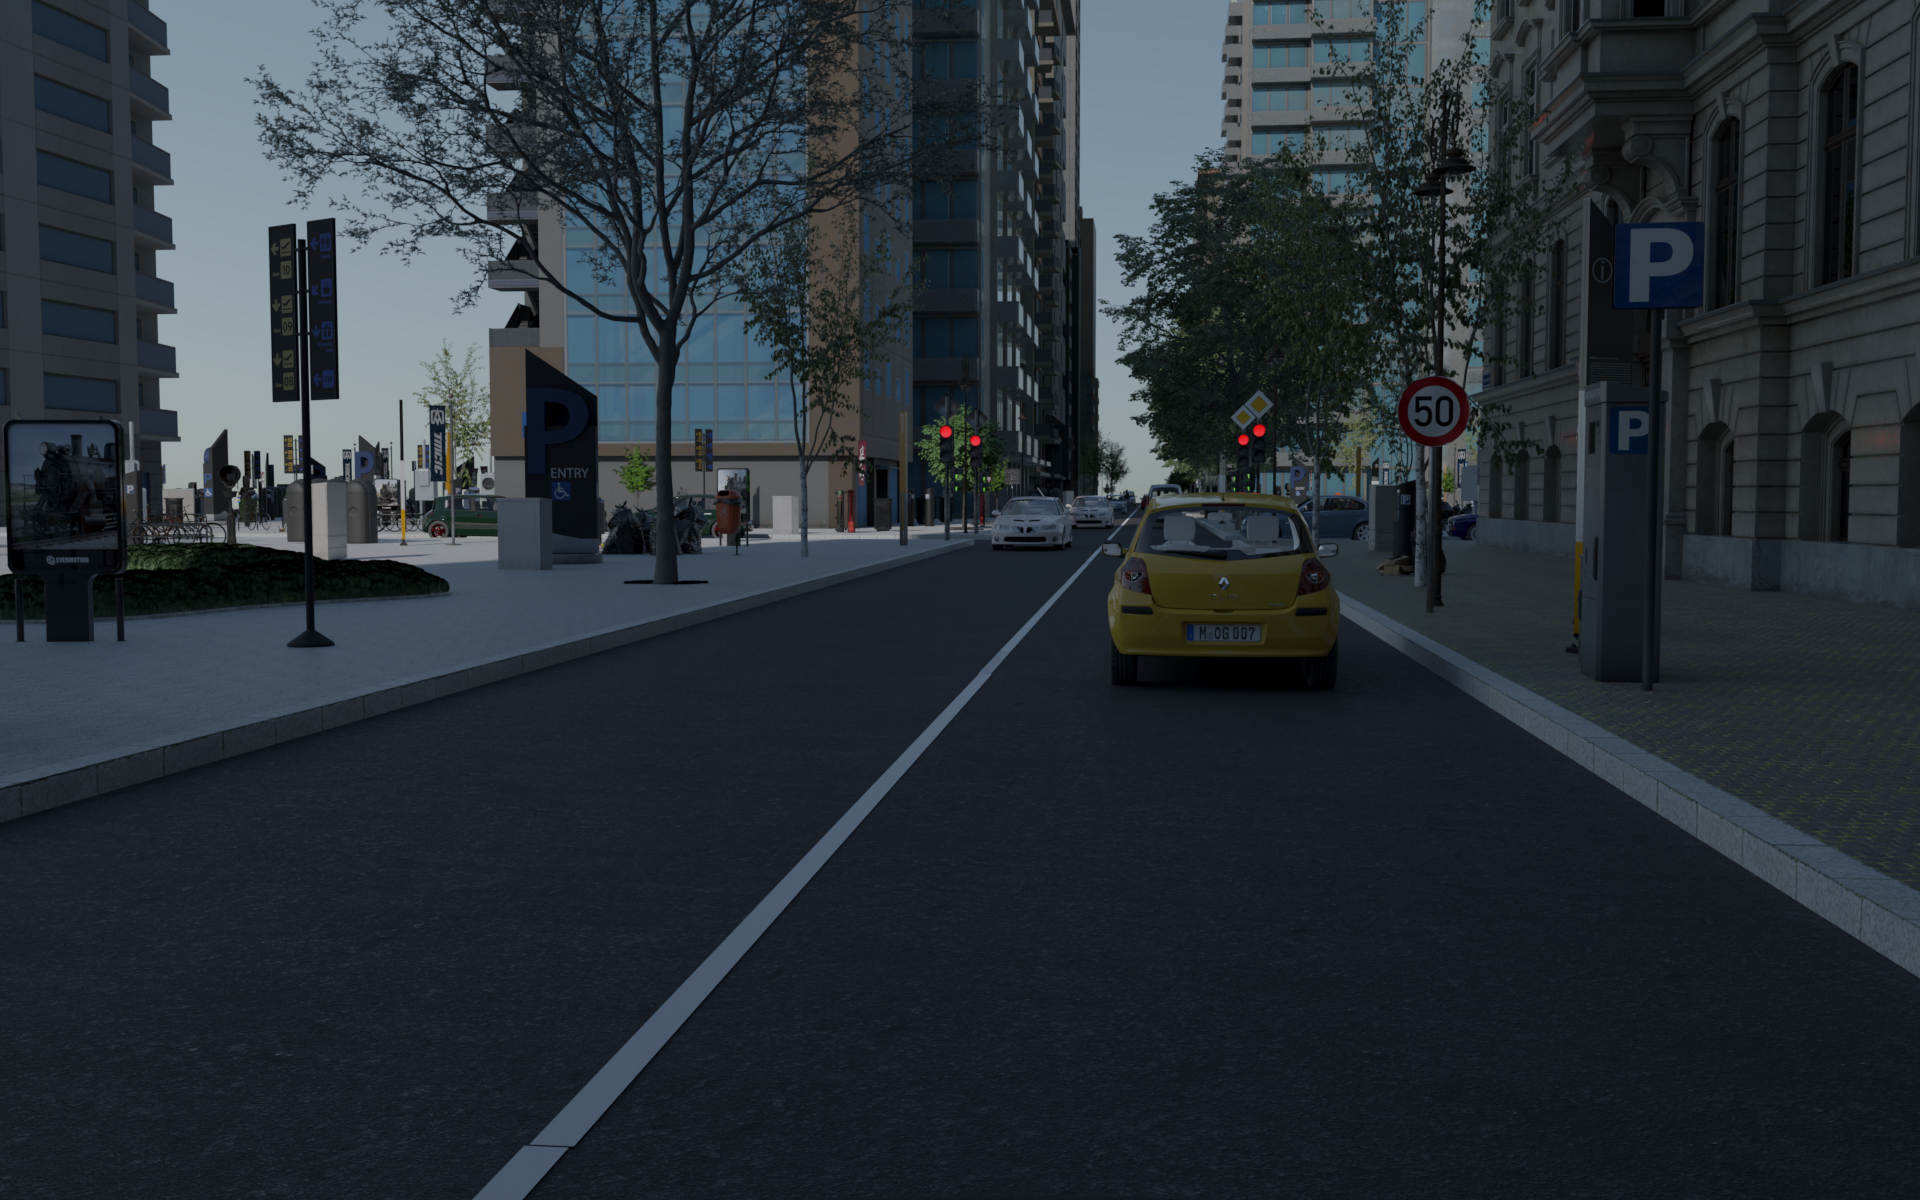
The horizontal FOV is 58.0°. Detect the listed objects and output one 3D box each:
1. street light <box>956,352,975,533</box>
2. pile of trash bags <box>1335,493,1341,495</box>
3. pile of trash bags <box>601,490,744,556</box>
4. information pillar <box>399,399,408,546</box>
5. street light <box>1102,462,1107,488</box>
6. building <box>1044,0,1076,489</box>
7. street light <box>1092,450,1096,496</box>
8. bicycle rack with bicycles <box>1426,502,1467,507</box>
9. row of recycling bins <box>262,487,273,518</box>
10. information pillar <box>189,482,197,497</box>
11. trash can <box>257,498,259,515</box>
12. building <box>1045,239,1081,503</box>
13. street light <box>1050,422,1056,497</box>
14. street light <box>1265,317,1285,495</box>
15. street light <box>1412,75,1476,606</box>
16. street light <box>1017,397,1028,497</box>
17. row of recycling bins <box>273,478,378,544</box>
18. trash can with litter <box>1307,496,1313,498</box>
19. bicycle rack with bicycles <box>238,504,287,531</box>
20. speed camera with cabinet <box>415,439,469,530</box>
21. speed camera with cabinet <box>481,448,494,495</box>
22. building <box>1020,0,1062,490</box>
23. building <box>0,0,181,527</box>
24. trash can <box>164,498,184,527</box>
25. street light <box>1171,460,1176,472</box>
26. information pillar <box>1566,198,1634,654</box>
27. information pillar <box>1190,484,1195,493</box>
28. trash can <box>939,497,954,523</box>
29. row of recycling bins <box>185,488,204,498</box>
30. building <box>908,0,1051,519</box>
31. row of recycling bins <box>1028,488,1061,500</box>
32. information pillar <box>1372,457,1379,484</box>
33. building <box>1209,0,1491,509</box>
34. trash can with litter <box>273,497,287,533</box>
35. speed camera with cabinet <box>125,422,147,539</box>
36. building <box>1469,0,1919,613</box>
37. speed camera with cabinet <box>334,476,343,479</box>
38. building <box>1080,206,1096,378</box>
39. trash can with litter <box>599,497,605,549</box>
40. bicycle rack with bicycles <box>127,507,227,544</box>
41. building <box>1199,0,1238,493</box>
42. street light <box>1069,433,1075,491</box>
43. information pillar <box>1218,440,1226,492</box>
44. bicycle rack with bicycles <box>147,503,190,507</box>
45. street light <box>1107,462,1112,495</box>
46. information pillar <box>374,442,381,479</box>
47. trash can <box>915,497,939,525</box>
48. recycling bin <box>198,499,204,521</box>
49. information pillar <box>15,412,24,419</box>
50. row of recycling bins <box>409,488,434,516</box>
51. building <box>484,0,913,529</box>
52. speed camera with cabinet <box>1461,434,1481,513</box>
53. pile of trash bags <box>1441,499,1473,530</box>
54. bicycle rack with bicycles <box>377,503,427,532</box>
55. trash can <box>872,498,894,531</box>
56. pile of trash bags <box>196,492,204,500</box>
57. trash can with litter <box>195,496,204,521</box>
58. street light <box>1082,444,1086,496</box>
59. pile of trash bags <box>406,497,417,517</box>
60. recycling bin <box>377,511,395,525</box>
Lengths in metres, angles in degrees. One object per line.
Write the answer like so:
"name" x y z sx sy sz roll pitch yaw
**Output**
"street light" 0.185 -5.122 56.533 0.468 5.910 1.993 0 4 6
"pile of trash bags" 26.478 -6.701 119.315 1.912 1.369 3.447 0 4 -7
"pile of trash bags" -5.993 -1.653 36.787 3.447 1.369 1.912 2 4 32
"information pillar" -13.887 -3.166 43.120 0.183 3.616 0.504 -1 4 -19
"street light" 17.627 -14.795 214.677 0.468 5.910 1.993 0 4 6
"building" -3.274 -35.800 174.573 28.713 52.752 27.495 0 4 6
"street light" 14.217 -12.883 183.416 0.468 5.910 1.993 0 4 6
"bicycle rack with bicycles" 21.575 -3.837 76.117 2.852 0.926 2.925 2 4 28
"row of recycling bins" -37.984 -5.456 96.311 1.069 1.692 3.534 0 4 -6
"information pillar" -46.594 -6.165 105.290 0.304 2.012 0.304 1 4 17
"trash can" -42.080 -5.638 103.829 0.748 1.137 0.748 0 3 0
"building" 6.259 -25.909 195.309 14.160 30.474 14.107 0 4 6
"street light" 5.823 -8.308 108.629 0.468 5.910 1.993 0 4 6
"street light" 8.260 -4.442 45.412 0.468 5.910 1.993 0 4 6
"street light" 5.467 -2.870 19.708 0.468 5.910 1.993 0 4 6
"street light" 2.975 -6.694 82.237 0.468 5.910 1.993 0 4 6
"row of recycling bins" -16.633 -2.364 45.762 3.534 1.692 1.069 3 4 39
"trash can with litter" 17.890 -4.687 88.024 0.624 1.170 1.055 2 4 25
"bicycle rack with bicycles" -24.360 -2.967 61.894 2.852 0.926 2.925 0 4 -1
"speed camera with cabinet" -18.662 -4.188 62.818 2.038 3.252 0.660 0 3 0
"speed camera with cabinet" -20.986 -4.920 74.782 2.038 3.252 0.660 0 4 -1
"building" -2.917 -30.083 146.479 22.147 44.769 28.867 0 4 6
"building" -50.763 -32.507 73.490 28.212 58.520 21.231 0 4 6
"trash can" -29.793 -3.304 65.678 0.748 1.137 0.748 0 3 0
"street light" 29.255 -16.052 235.235 0.468 5.910 1.993 0 4 6
"information pillar" 5.168 -1.380 13.913 0.504 3.616 0.183 -1 4 -22
"information pillar" 16.297 -7.144 121.289 0.304 2.012 0.304 1 4 11
"trash can" -0.634 -4.072 78.228 0.748 1.137 0.748 0 3 0
"row of recycling bins" -54.399 -7.126 123.625 1.069 1.692 3.534 0 4 4
"building" -6.999 -29.473 101.484 23.786 49.044 30.456 0 4 6
"row of recycling bins" 5.251 -6.862 119.307 3.534 1.692 1.069 1 4 19
"information pillar" 26.145 -7.193 108.961 0.504 3.616 0.183 3 5 43
"building" 34.759 -32.742 154.944 23.786 49.044 30.456 0 4 6
"trash can with litter" -22.210 -2.905 58.553 2.233 1.210 1.678 -1 4 -15
"speed camera with cabinet" -23.064 -3.288 48.093 0.660 3.252 2.038 -1 4 -18
"building" 16.415 -12.656 26.005 14.460 24.649 34.723 0 4 6
"speed camera with cabinet" -30.627 -5.671 87.063 0.660 3.252 2.038 1 4 13
"building" 14.278 -38.108 273.181 14.600 45.320 14.200 0 4 6
"trash can with litter" -8.384 -1.828 40.938 1.678 1.210 2.233 0 4 -7
"bicycle rack with bicycles" -18.090 -1.573 39.096 2.925 0.926 2.852 -2 4 -25
"building" 37.465 -53.314 184.359 22.319 86.520 31.000 0 4 6
"street light" 8.563 -9.739 132.017 0.468 5.910 1.993 0 4 6
"information pillar" 11.252 -5.084 74.486 0.183 3.616 0.504 3 5 40
"bicycle rack with bicycles" -27.280 -2.794 59.059 2.852 0.926 2.925 2 4 26
"street light" 20.481 -16.366 240.374 0.468 5.910 1.993 0 4 6
"information pillar" -25.916 -5.242 77.067 0.183 3.616 0.504 0 4 5
"trash can" -1.526 -3.749 72.951 0.748 1.137 0.748 0 3 0
"recycling bin" -35.125 -4.189 81.047 0.722 1.027 0.722 1 4 16
"information pillar" -26.685 -3.551 49.407 0.504 3.616 0.183 1 4 16
"row of recycling bins" -31.419 -5.750 101.128 1.069 1.692 3.534 -2 4 -31
"building" -9.743 -25.669 69.796 14.600 45.320 14.200 0 4 6
"speed camera with cabinet" 17.005 -3.807 56.587 0.660 3.252 2.038 3 4 37
"pile of trash bags" 17.350 -3.181 61.758 1.912 1.369 3.447 -2 4 -34
"bicycle rack with bicycles" -19.324 -2.796 59.091 2.925 0.926 2.852 0 4 5
"trash can" -2.667 -2.956 59.989 0.748 1.137 0.748 0 3 0
"pile of trash bags" -42.820 -5.288 96.213 3.447 1.369 1.912 2 4 30
"trash can with litter" -34.691 -4.169 79.221 2.233 1.210 1.678 1 4 9
"street light" 11.281 -11.311 157.728 0.468 5.910 1.993 0 4 6
"pile of trash bags" -31.526 -5.224 95.166 3.447 1.369 1.912 1 4 16
"recycling bin" -24.214 -3.691 72.903 0.722 1.027 0.722 -2 4 -30
